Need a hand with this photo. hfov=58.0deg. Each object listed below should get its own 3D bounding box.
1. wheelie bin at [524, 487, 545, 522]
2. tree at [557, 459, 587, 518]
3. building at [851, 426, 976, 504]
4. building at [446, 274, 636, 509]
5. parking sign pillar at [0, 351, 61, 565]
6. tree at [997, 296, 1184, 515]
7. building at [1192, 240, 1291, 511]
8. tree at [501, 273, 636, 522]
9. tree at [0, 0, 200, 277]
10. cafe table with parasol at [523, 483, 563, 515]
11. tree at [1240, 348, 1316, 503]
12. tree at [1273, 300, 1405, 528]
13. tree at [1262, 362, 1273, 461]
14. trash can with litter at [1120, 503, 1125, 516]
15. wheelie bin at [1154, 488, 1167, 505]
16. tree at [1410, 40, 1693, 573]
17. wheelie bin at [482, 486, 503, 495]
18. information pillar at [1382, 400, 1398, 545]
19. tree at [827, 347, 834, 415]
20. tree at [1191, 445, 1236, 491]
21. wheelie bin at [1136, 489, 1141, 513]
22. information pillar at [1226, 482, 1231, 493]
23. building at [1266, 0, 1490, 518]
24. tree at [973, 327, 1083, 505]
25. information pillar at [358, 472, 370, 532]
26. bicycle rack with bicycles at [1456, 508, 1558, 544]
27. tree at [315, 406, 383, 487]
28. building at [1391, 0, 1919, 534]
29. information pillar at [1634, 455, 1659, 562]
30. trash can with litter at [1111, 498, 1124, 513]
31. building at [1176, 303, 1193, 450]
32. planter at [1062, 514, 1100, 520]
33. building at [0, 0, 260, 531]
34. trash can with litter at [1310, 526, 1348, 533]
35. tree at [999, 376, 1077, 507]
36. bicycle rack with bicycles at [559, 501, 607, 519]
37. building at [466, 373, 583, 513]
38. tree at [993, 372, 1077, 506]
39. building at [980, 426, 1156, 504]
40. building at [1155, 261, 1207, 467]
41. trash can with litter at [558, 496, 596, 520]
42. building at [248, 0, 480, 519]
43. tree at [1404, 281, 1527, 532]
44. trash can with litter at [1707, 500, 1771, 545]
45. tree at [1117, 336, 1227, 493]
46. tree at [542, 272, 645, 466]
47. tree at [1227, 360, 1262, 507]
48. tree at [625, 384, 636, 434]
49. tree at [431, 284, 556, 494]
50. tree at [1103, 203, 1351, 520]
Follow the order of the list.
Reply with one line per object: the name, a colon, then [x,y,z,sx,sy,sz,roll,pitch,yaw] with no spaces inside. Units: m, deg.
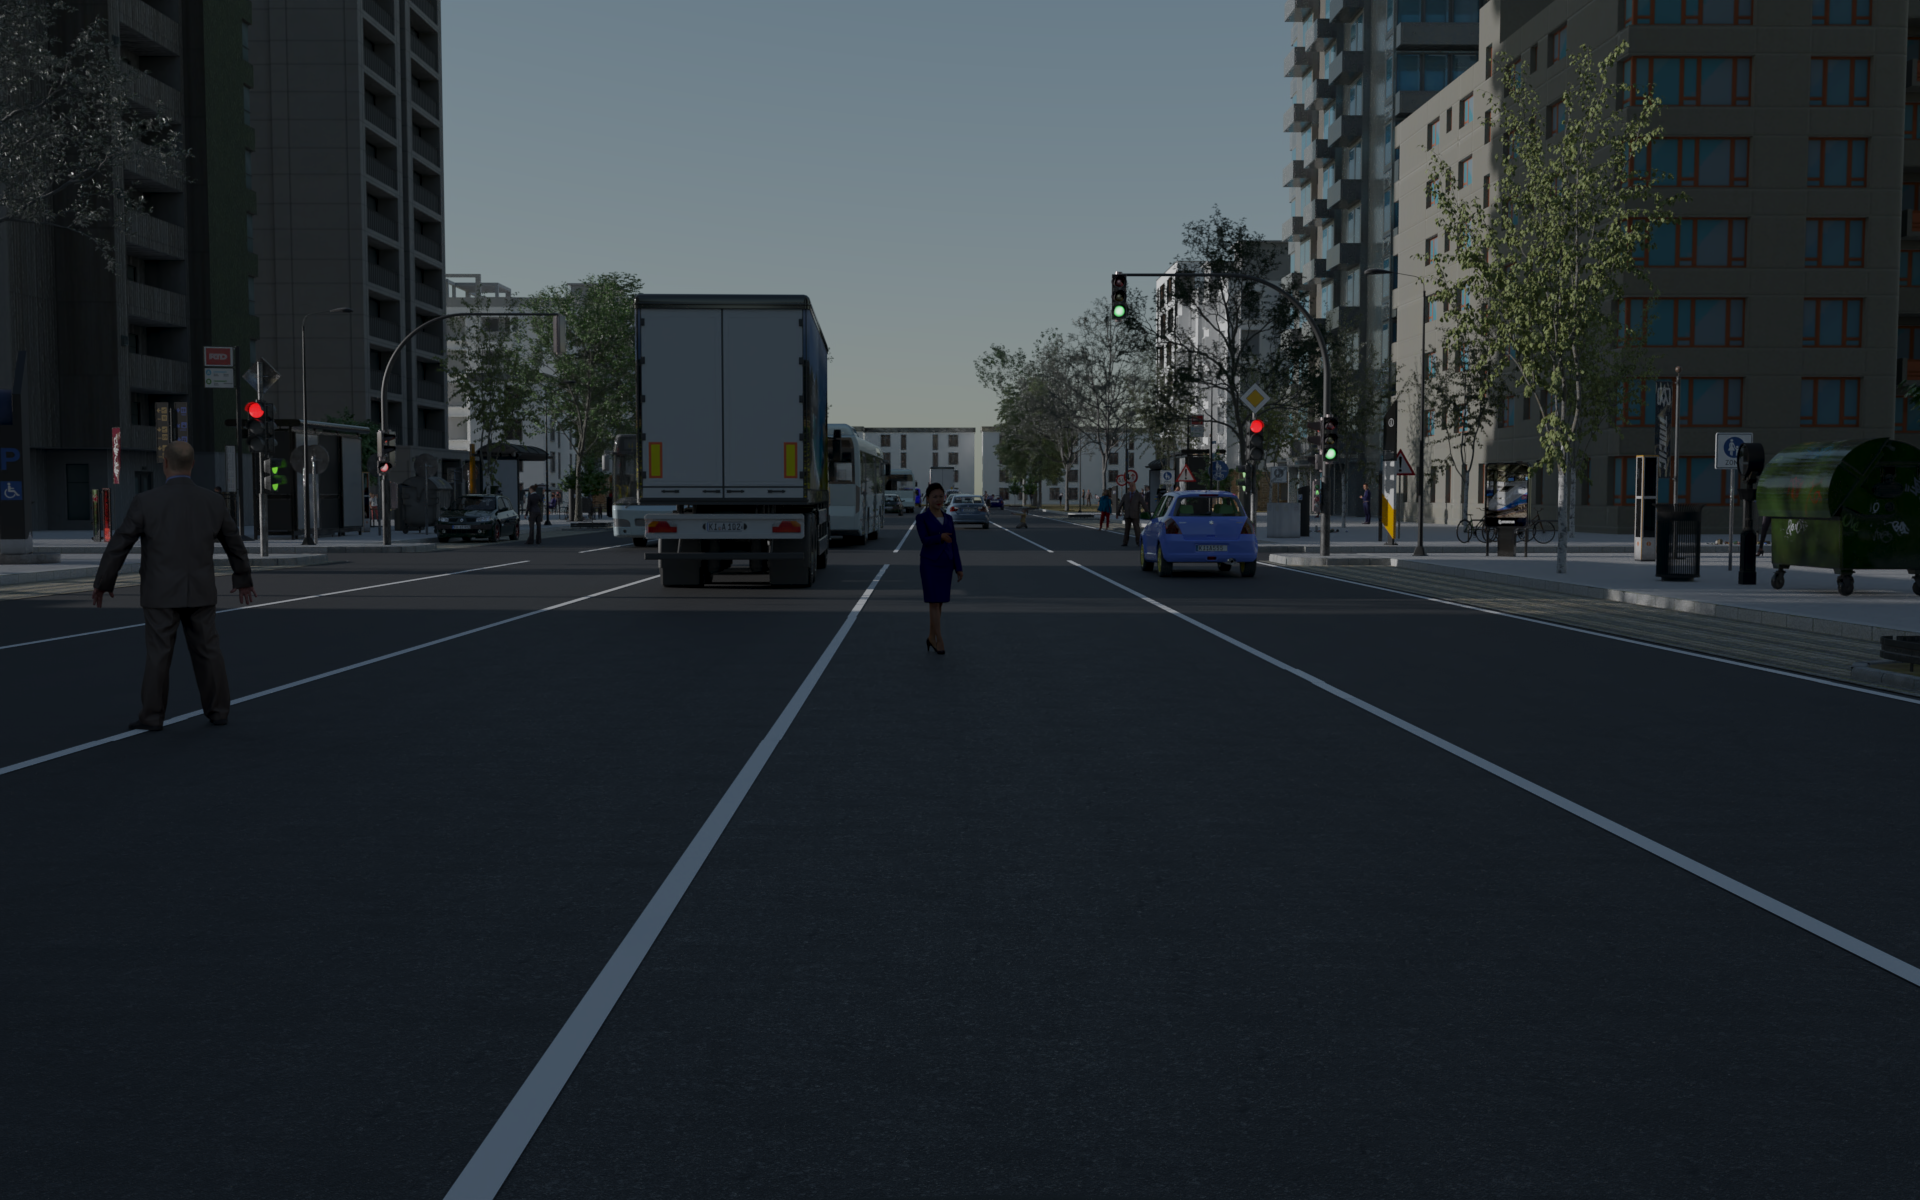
wheelie bin: [-19.593,-4.404,79.919,0.980,1.594,0.693,0,4,-3]
tree: [-20.995,-6.134,94.898,1.663,3.219,1.824,0,3,0]
building: [-12.075,-16.916,218.729,28.070,9.664,9.099,0,4,-1]
building: [-37.183,-18.149,153.160,16.016,20.091,11.380,0,4,-1]
parking sign pillar: [-17.488,-2.663,32.012,1.447,3.967,1.447,-1,4,-23]
tree: [8.845,-11.918,105.223,12.009,13.543,11.850,0,3,0]
building: [27.181,-17.032,134.898,16.016,20.091,11.380,0,4,-1]
tree: [-17.643,-9.465,80.515,9.928,11.665,9.643,0,3,0]
tree: [-16.506,-6.975,24.417,12.009,13.543,11.850,0,3,0]
cafe table with parasol: [-25.980,-6.296,107.806,2.610,1.966,2.610,-2,4,-25]
tree: [15.437,-8.248,85.217,4.737,8.622,4.395,0,3,0]
tree: [14.662,-7.036,65.401,4.360,8.622,3.978,0,3,0]
tree: [16.337,-7.789,77.720,4.360,8.622,3.978,0,3,0]
trash can with litter: [10.191,-5.532,101.501,2.233,1.210,1.678,-1,4,-16]
wheelie bin: [10.830,-5.146,92.043,0.980,1.594,0.693,0,4,-5]
tree: [9.507,-4.738,27.821,4.737,8.622,4.395,0,3,0]
wheelie bin: [-17.669,-3.517,65.411,0.980,1.594,0.693,2,4,27]
information pillar: [10.778,-3.184,43.406,0.183,3.616,0.504,-1,4,-22]
tree: [-20.181,-20.658,193.644,12.611,20.169,13.585,0,3,0]
tree: [10.216,-4.525,68.592,1.663,3.219,1.824,0,3,0]
wheelie bin: [11.287,-6.299,110.891,0.693,1.594,0.980,0,4,1]
information pillar: [10.786,-4.011,70.074,0.304,2.012,0.304,0,4,-5]
building: [31.947,-29.586,103.343,23.786,49.044,30.456,0,4,-1]
tree: [8.751,-20.780,195.642,12.611,20.169,13.585,0,3,0]
information pillar: [-19.968,-3.270,57.952,0.304,2.012,0.304,2,4,25]
bicycle rack with bicycles: [14.303,-1.944,45.159,2.925,0.926,2.852,-1,4,-13]
tree: [-22.792,-4.935,64.406,4.285,4.588,4.351,0,3,0]
building: [35.123,-13.660,68.378,28.899,21.520,27.650,0,4,-1]
information pillar: [13.065,-1.742,32.971,0.304,2.012,0.304,0,4,-3]
trash can with litter: [10.753,-6.513,117.876,1.055,1.170,0.624,-3,4,-37]
building: [26.518,-17.726,146.248,16.016,20.091,11.380,0,4,-1]
planter: [6.664,-4.576,95.957,1.991,0.319,1.994,0,4,-1]
building: [-35.430,-17.825,63.132,14.160,30.474,14.107,0,4,-1]
trash can with litter: [12.139,-2.872,58.015,1.678,1.210,2.233,1,4,14]
tree: [7.636,-15.210,166.803,7.486,12.596,7.792,0,3,0]
bicycle rack with bicycles: [-19.518,-4.676,89.832,2.852,0.926,2.925,0,4,1]
building: [-33.471,-11.723,133.813,9.099,9.664,28.070,0,4,-1]
tree: [7.755,-16.723,180.068,9.857,13.997,8.962,0,3,0]
building: [16.638,-16.935,219.039,28.070,9.664,9.099,0,4,-1]
building: [32.632,-19.835,168.269,27.936,21.610,32.646,0,4,-1]
trash can with litter: [-18.978,-4.581,85.964,2.233,1.210,1.678,-2,4,-35]
building: [-38.092,-40.204,95.582,20.563,71.187,20.611,0,4,-1]
tree: [17.349,-6.661,59.263,4.360,8.622,3.978,0,3,0]
trash can with litter: [19.889,-2.036,44.346,2.233,1.210,1.678,-2,4,-25]
tree: [9.185,-7.784,77.626,4.360,8.622,3.978,0,3,0]
tree: [-17.780,-10.453,89.034,7.486,12.596,7.792,0,3,0]
tree: [15.723,-8.667,92.073,4.360,8.622,3.978,0,3,0]
tree: [-18.128,-10.730,109.847,7.601,10.594,8.767,-2,4,-31]
tree: [-16.633,-6.813,61.751,4.737,8.622,4.395,0,3,0]
tree: [9.052,-7.402,55.434,8.767,10.594,7.601,-3,5,-44]
